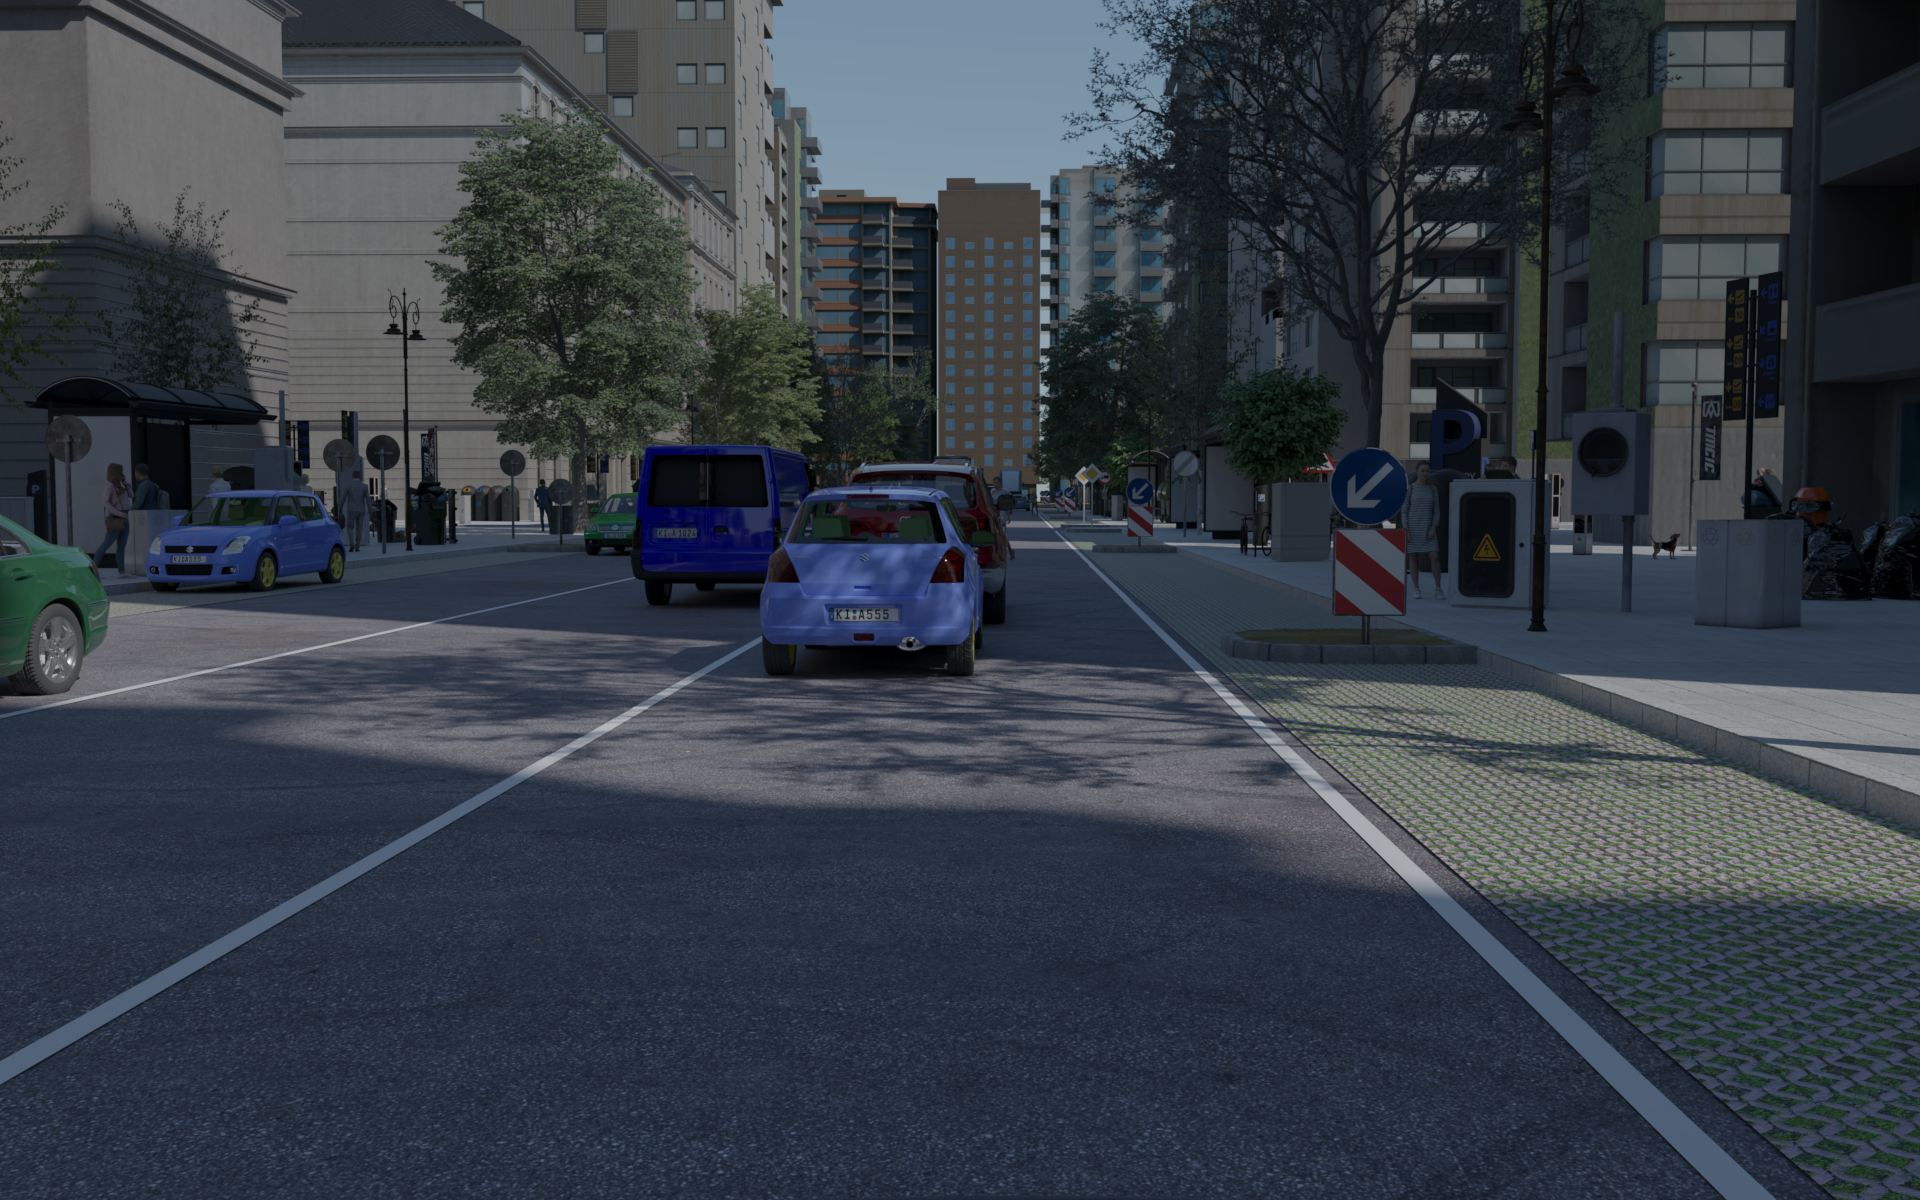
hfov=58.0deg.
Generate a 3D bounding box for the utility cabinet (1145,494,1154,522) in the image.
[{"bbox_3d":[8.614,-4.270,78.492,0.318,1.500,1.173,1,4,12],"label":"utility cabinet"}]

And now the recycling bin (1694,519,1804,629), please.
[{"bbox_3d":[7.677,-0.263,16.860,0.722,1.027,0.722,-2,4,-34],"label":"recycling bin"}]

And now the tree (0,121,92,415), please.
[{"bbox_3d":[-19.126,-5.050,32.923,4.737,8.622,4.395,0,3,0],"label":"tree"}]

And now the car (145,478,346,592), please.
[{"bbox_3d":[-10.843,-1.027,26.386,1.945,1.707,3.694,0,4,4],"label":"car"}]

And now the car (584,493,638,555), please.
[{"bbox_3d":[-7.850,-2.038,42.112,1.959,1.807,4.718,0,4,2],"label":"car"}]

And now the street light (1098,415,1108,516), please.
[{"bbox_3d":[8.165,-7.720,99.007,0.468,5.910,1.993,0,4,2],"label":"street light"}]

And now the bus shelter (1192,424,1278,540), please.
[{"bbox_3d":[7.578,-3.204,46.303,2.014,3.302,5.546,0,4,2],"label":"bus shelter"}]

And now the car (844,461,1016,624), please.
[{"bbox_3d":[-0.467,-0.737,20.723,2.281,1.827,5.304,0,4,1],"label":"car"}]

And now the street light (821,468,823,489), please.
[{"bbox_3d":[-9.762,-9.160,122.557,0.468,5.910,1.993,0,4,2],"label":"street light"}]

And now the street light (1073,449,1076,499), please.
[{"bbox_3d":[9.687,-10.700,147.726,0.468,5.910,1.993,0,4,2],"label":"street light"}]

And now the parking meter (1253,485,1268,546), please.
[{"bbox_3d":[7.442,-2.109,42.889,0.372,1.533,0.369,0,3,0],"label":"parking meter"}]

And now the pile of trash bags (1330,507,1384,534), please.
[{"bbox_3d":[11.804,-2.778,55.165,3.447,1.369,1.912,-2,4,-33],"label":"pile of trash bags"}]

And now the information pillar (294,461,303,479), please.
[{"bbox_3d":[-14.659,-2.055,38.086,0.304,2.012,0.304,2,4,30],"label":"information pillar"}]

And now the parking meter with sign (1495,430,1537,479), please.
[{"bbox_3d":[14.741,-3.114,47.173,1.738,3.016,0.543,1,4,11],"label":"parking meter with sign"}]

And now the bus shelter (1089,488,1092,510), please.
[{"bbox_3d":[11.209,-9.799,137.850,2.179,5.291,8.768,0,4,2],"label":"bus shelter"}]

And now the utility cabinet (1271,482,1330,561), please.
[{"bbox_3d":[6.520,-1.497,33.163,1.173,1.500,0.318,-2,4,-27],"label":"utility cabinet"}]

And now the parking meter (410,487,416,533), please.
[{"bbox_3d":[-17.967,-2.973,57.023,0.372,1.533,0.369,0,3,0],"label":"parking meter"}]

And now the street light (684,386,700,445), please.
[{"bbox_3d":[-11.399,-6.179,73.809,0.468,5.910,1.993,0,4,2],"label":"street light"}]

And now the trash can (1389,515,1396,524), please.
[{"bbox_3d":[18.752,-3.842,74.463,0.748,1.137,0.748,0,3,0],"label":"trash can"}]

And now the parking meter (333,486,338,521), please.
[{"bbox_3d":[-19.883,-2.881,55.508,0.372,1.533,0.369,0,3,0],"label":"parking meter"}]

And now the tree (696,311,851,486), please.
[{"bbox_3d":[-11.354,-11.740,108.951,9.611,12.733,9.660,0,3,0],"label":"tree"}]

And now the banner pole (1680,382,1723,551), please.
[{"bbox_3d":[16.585,-2.976,38.678,0.863,3.779,0.401,3,5,44],"label":"banner pole"}]

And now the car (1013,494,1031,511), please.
[{"bbox_3d":[5.034,-8.227,146.508,2.014,1.417,4.499,0,3,0],"label":"car"}]

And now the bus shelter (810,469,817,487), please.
[{"bbox_3d":[-11.152,-8.156,124.640,1.731,3.624,6.357,0,4,2],"label":"bus shelter"}]

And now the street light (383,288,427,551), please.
[{"bbox_3d":[-12.458,-4.050,39.001,0.468,5.910,1.993,0,4,2],"label":"street light"}]

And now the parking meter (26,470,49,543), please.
[{"bbox_3d":[-22.061,-2.184,41.419,0.399,1.863,0.255,-1,4,-9],"label":"parking meter"}]

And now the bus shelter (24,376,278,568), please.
[{"bbox_3d":[-14.912,-2.355,32.422,2.014,3.302,5.546,0,4,2],"label":"bus shelter"}]

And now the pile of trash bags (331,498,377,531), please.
[{"bbox_3d":[-21.575,-3.086,60.215,3.447,1.369,1.912,0,4,-5],"label":"pile of trash bags"}]

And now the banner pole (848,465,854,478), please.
[{"bbox_3d":[-9.132,-9.536,145.923,0.863,3.779,0.401,-3,5,-45],"label":"banner pole"}]

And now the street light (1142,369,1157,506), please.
[{"bbox_3d":[7.000,-5.578,63.993,0.468,5.910,1.993,0,4,2],"label":"street light"}]

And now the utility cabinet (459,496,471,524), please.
[{"bbox_3d":[-21.382,-3.890,74.768,0.306,1.237,1.020,-2,4,-28],"label":"utility cabinet"}]

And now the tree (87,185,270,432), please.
[{"bbox_3d":[-19.094,-5.607,42.045,4.360,8.622,3.978,0,3,0],"label":"tree"}]

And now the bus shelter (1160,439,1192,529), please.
[{"bbox_3d":[8.429,-4.123,61.331,2.014,3.302,5.546,0,4,2],"label":"bus shelter"}]

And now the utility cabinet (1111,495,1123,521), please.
[{"bbox_3d":[7.525,-4.379,82.763,0.306,1.237,1.020,1,4,21],"label":"utility cabinet"}]

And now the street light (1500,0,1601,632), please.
[{"bbox_3d":[5.405,-2.645,16.033,0.468,5.910,1.993,0,4,2],"label":"street light"}]

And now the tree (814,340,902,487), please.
[{"bbox_3d":[-9.504,-13.915,137.884,12.009,13.543,11.850,0,3,0],"label":"tree"}]

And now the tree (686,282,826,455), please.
[{"bbox_3d":[-10.974,-10.664,92.485,7.486,12.596,7.792,0,3,0],"label":"tree"}]

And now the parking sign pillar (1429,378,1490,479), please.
[{"bbox_3d":[11.436,-3.132,39.677,1.447,3.967,1.447,3,5,44],"label":"parking sign pillar"}]

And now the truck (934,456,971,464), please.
[{"bbox_3d":[-0.444,-8.818,133.093,2.839,4.237,11.283,0,4,2],"label":"truck"}]

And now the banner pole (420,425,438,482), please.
[{"bbox_3d":[-19.156,-4.448,62.744,0.863,3.779,0.401,1,4,13],"label":"banner pole"}]

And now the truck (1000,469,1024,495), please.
[{"bbox_3d":[5.316,-11.830,183.177,2.967,4.110,18.799,0,4,2],"label":"truck"}]

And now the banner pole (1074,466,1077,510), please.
[{"bbox_3d":[9.099,-8.962,136.547,0.401,3.779,0.863,1,4,16],"label":"banner pole"}]

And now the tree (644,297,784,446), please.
[{"bbox_3d":[-12.083,-9.076,82.806,8.767,10.594,7.601,3,5,41],"label":"tree"}]

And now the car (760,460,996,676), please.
[{"bbox_3d":[-0.664,-0.330,14.981,1.945,1.707,3.694,0,4,2],"label":"car"}]

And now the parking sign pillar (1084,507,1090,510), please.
[{"bbox_3d":[10.976,-9.481,143.478,1.447,3.967,1.447,1,4,10],"label":"parking sign pillar"}]

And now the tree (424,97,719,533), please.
[{"bbox_3d":[-12.380,-9.154,56.326,9.857,13.997,8.962,0,3,0],"label":"tree"}]

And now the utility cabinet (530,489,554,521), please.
[{"bbox_3d":[-19.376,-4.385,80.381,0.318,1.500,1.173,3,4,39],"label":"utility cabinet"}]

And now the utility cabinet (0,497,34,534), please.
[{"bbox_3d":[-21.855,-1.756,39.879,1.020,1.237,0.306,1,4,13],"label":"utility cabinet"}]

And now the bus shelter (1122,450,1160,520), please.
[{"bbox_3d":[8.892,-5.424,82.598,2.014,3.302,5.546,0,4,2],"label":"bus shelter"}]

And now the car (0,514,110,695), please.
[{"bbox_3d":[-7.430,0.043,11.095,2.131,1.459,4.920,0,4,3],"label":"car"}]

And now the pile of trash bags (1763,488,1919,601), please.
[{"bbox_3d":[11.316,-0.770,22.345,1.912,1.369,3.447,1,4,12],"label":"pile of trash bags"}]

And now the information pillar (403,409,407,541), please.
[{"bbox_3d":[-15.241,-3.443,47.642,0.183,3.616,0.504,-1,4,-20],"label":"information pillar"}]

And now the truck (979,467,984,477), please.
[{"bbox_3d":[1.240,-12.092,186.618,2.839,4.237,11.283,0,4,3],"label":"truck"}]

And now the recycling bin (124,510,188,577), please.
[{"bbox_3d":[-12.668,-0.900,27.274,0.722,1.027,0.722,2,4,30],"label":"recycling bin"}]
